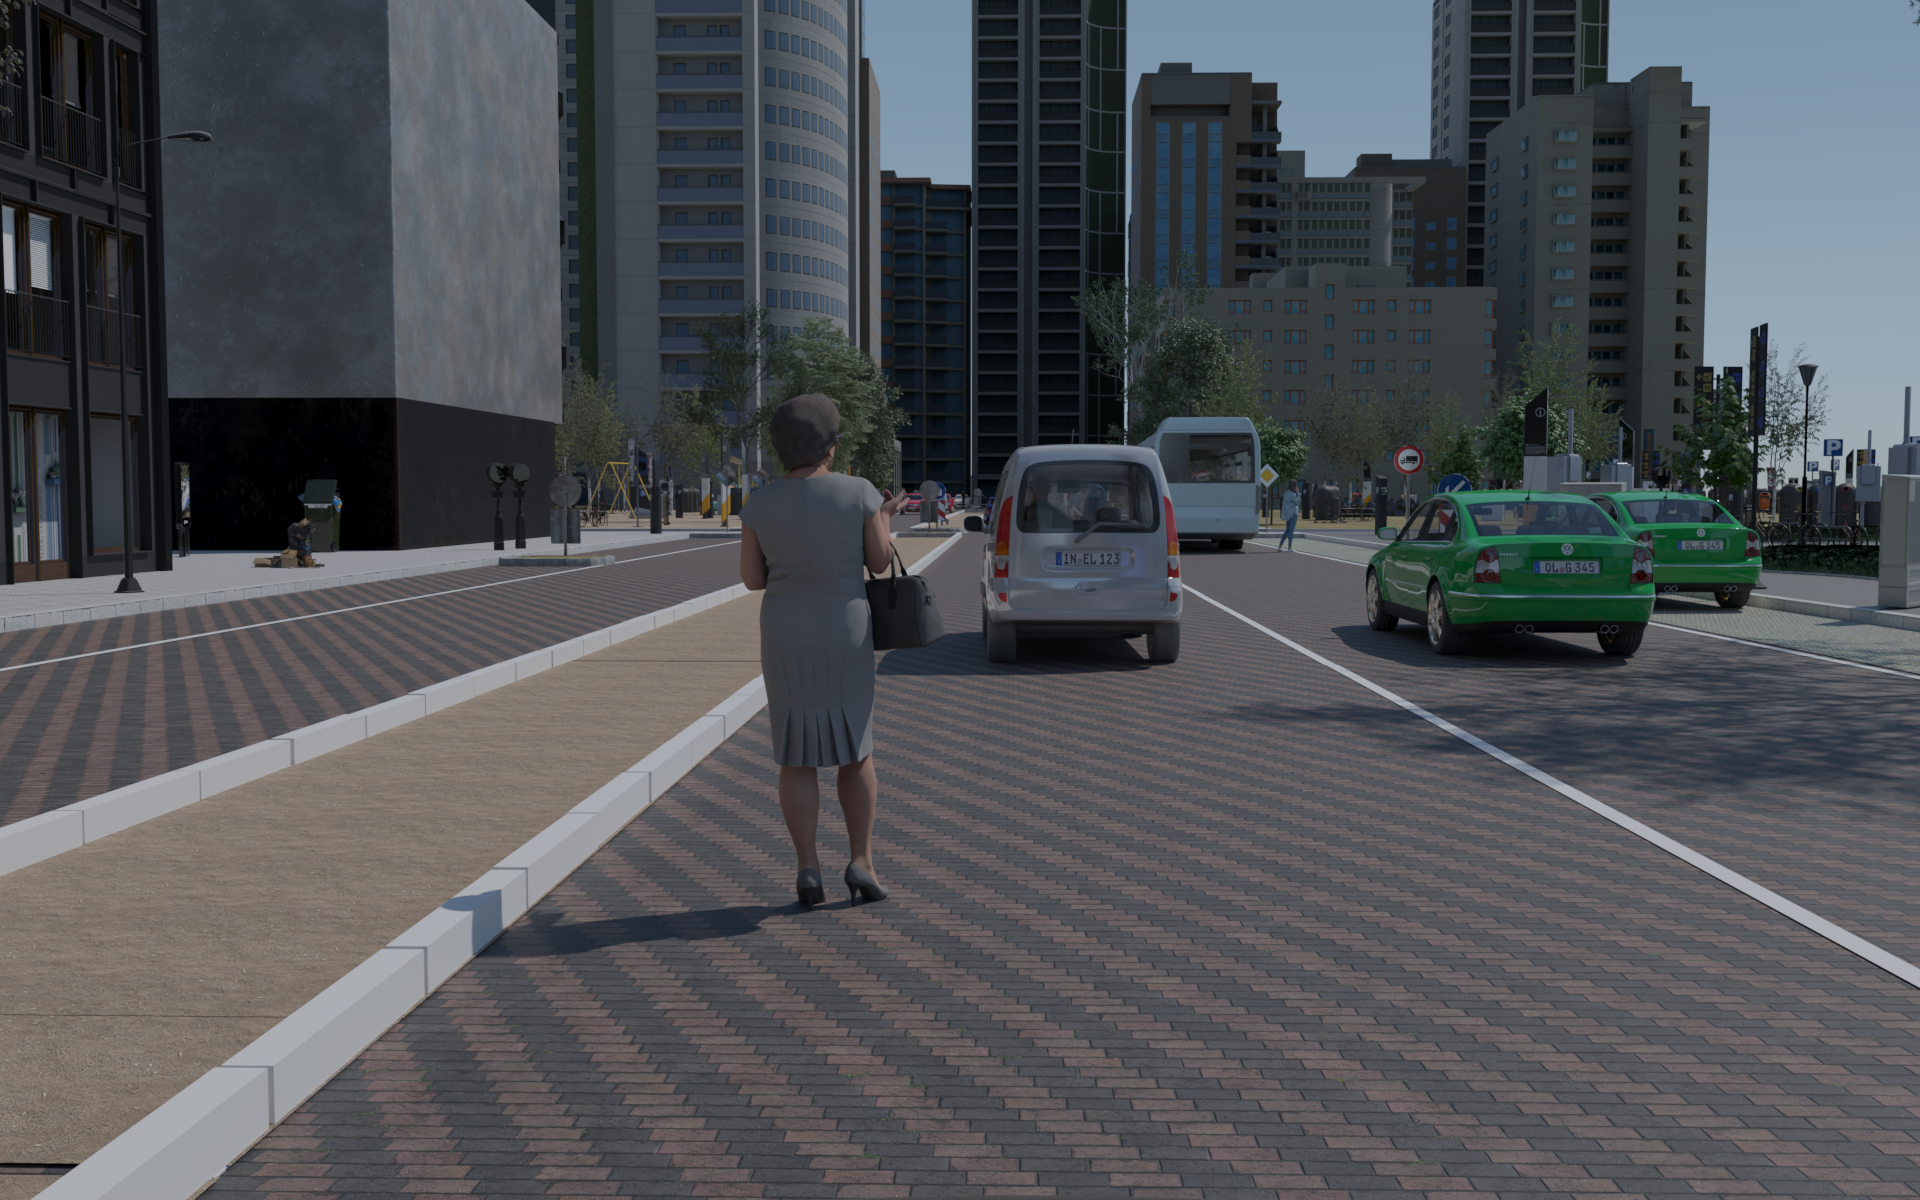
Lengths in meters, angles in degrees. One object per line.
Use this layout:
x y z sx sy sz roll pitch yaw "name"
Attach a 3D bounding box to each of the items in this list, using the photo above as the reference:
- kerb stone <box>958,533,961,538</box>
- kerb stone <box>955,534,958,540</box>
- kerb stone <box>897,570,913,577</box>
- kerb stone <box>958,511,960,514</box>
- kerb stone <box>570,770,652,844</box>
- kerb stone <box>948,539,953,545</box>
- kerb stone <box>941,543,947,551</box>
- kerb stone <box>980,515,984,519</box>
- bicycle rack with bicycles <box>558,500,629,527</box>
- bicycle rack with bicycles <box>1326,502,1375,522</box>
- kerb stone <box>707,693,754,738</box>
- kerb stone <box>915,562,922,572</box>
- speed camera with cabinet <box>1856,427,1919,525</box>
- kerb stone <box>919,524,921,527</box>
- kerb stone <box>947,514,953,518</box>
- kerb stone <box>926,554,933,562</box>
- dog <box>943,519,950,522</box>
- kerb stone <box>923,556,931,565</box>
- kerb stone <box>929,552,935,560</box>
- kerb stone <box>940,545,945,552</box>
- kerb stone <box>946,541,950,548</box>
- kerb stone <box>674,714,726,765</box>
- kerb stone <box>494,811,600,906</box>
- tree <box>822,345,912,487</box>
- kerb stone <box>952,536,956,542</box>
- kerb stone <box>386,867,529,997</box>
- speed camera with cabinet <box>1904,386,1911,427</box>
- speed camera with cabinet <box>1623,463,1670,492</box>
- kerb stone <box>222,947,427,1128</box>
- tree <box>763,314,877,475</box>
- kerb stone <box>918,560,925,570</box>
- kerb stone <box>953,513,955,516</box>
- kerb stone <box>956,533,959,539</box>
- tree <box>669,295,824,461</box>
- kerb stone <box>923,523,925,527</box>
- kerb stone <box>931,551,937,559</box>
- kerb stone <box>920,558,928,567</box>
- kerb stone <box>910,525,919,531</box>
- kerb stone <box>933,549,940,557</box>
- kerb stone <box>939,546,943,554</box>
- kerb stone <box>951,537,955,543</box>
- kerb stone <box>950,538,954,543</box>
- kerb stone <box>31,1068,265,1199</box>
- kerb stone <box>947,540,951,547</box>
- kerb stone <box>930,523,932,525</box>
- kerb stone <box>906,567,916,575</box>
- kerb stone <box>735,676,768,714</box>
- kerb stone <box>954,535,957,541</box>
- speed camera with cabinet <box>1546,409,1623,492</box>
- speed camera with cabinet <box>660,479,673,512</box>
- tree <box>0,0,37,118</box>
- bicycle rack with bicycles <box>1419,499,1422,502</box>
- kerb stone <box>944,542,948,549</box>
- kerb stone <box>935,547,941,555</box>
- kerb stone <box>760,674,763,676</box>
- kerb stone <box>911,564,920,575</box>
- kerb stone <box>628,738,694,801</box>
-0.127 -1.915 53.580 0.120 0.150 1.000 0 4 2 "kerb stone"
-0.199 -1.795 51.538 0.120 0.150 1.000 0 4 2 "kerb stone"
-0.892 -0.352 27.967 0.120 0.150 1.000 0 4 2 "kerb stone"
-0.273 -5.968 119.774 0.120 0.150 1.000 0 4 2 "kerb stone"
-1.508 0.900 7.480 0.120 0.150 1.000 0 4 2 "kerb stone"
-0.344 -1.476 46.423 0.120 0.150 1.000 0 4 2 "kerb stone"
-0.467 -1.231 42.324 0.120 0.150 1.000 0 4 2 "kerb stone"
1.500 -5.275 108.459 0.120 0.150 1.000 0 4 2 "kerb stone"
-14.940 -3.349 68.136 2.852 0.926 2.925 2 4 27 "bicycle rack with bicycles"
18.545 -4.143 81.125 2.925 0.926 2.852 0 4 -8 "bicycle rack with bicycles"
-1.407 0.712 10.554 0.120 0.150 1.000 0 4 2 "kerb stone"
-0.803 -0.541 31.038 0.120 0.150 1.000 0 4 2 "kerb stone"
28.766 -3.610 53.357 2.038 3.252 0.660 2 4 29 "speed camera with cabinet"
-1.765 -2.896 69.542 0.120 0.150 1.000 0 4 2 "kerb stone"
-0.636 -5.214 107.490 0.120 0.150 1.000 0 4 2 "kerb stone"
-0.683 -0.791 35.147 0.120 0.150 1.000 0 4 2 "kerb stone"
-0.659 -4.155 88.135 0.748 0.427 0.550 -1 4 -18 "dog"
-0.711 -0.729 34.123 0.120 0.150 1.000 0 4 2 "kerb stone"
-0.654 -0.855 36.169 0.120 0.150 1.000 0 4 2 "kerb stone"
-0.505 -1.168 41.297 0.120 0.150 1.000 0 4 2 "kerb stone"
-0.405 -1.355 44.375 0.120 0.150 1.000 0 4 2 "kerb stone"
-1.444 0.779 9.532 0.120 0.150 1.000 0 4 2 "kerb stone"
-1.531 0.963 6.458 0.120 0.150 1.000 0 4 2 "kerb stone"
-8.309 -13.248 133.619 9.611 12.733 9.660 0 3 0 "tree"
-0.261 -1.670 49.492 0.120 0.150 1.000 0 4 2 "kerb stone"
-1.560 1.029 5.431 0.120 0.150 1.000 0 4 2 "kerb stone"
17.770 -2.259 31.277 0.660 3.252 2.038 -1 4 -16 "speed camera with cabinet"
20.137 -3.505 51.641 2.038 3.252 0.660 -1 4 -16 "speed camera with cabinet"
-1.593 1.094 4.410 0.120 0.150 1.000 0 4 2 "kerb stone"
-8.671 -11.711 109.598 7.486 12.596 7.792 0 3 0 "tree"
-0.776 -0.603 32.061 0.120 0.150 1.000 0 4 2 "kerb stone"
-0.581 -5.342 109.534 0.120 0.150 1.000 0 4 2 "kerb stone"
-0.167 -1.856 52.559 0.120 0.150 1.000 0 4 2 "kerb stone"
-9.796 -8.939 80.573 8.767 10.594 7.601 2 4 34 "tree"
-1.671 -3.084 72.616 0.120 0.150 1.000 0 4 2 "kerb stone"
-0.625 -0.912 37.195 0.120 0.150 1.000 0 4 2 "kerb stone"
-0.744 -0.666 33.090 0.120 0.150 1.000 0 4 2 "kerb stone"
-1.797 -2.828 68.515 0.120 0.150 1.000 0 4 2 "kerb stone"
-0.586 -0.980 38.222 0.120 0.150 1.000 0 4 2 "kerb stone"
-0.525 -1.106 40.274 0.120 0.150 1.000 0 4 2 "kerb stone"
-0.291 -1.607 48.466 0.120 0.150 1.000 0 4 2 "kerb stone"
-0.312 -1.543 47.444 0.120 0.150 1.000 0 4 2 "kerb stone"
-1.624 1.152 3.382 0.120 0.150 1.000 0 4 2 "kerb stone"
-0.375 -1.414 45.398 0.120 0.150 1.000 0 4 2 "kerb stone"
-1.486 -3.456 78.772 0.120 0.150 1.000 0 4 2 "kerb stone"
-0.864 -0.415 28.988 0.120 0.150 1.000 0 4 2 "kerb stone"
-1.381 0.649 11.577 0.120 0.150 1.000 0 4 2 "kerb stone"
-0.225 -1.732 50.516 0.120 0.150 1.000 0 4 2 "kerb stone"
14.616 -2.840 40.770 2.038 3.252 0.660 -2 4 -35 "speed camera with cabinet"
-18.529 -6.792 105.392 2.038 3.252 0.660 1 4 10 "speed camera with cabinet"
-11.138 -4.001 15.775 4.360 8.622 3.978 0 3 0 "tree"
34.800 -7.243 131.803 2.852 0.926 2.925 1 4 19 "bicycle rack with bicycles"
-0.435 -1.294 43.345 0.120 0.150 1.000 0 4 2 "kerb stone"
-0.563 -1.043 39.244 0.120 0.150 1.000 0 4 2 "kerb stone"
-1.346 0.591 12.604 0.120 0.150 1.000 0 4 2 "kerb stone"
-0.832 -0.478 30.017 0.120 0.150 1.000 0 4 2 "kerb stone"
-1.471 0.837 8.506 0.120 0.150 1.000 0 4 2 "kerb stone"
